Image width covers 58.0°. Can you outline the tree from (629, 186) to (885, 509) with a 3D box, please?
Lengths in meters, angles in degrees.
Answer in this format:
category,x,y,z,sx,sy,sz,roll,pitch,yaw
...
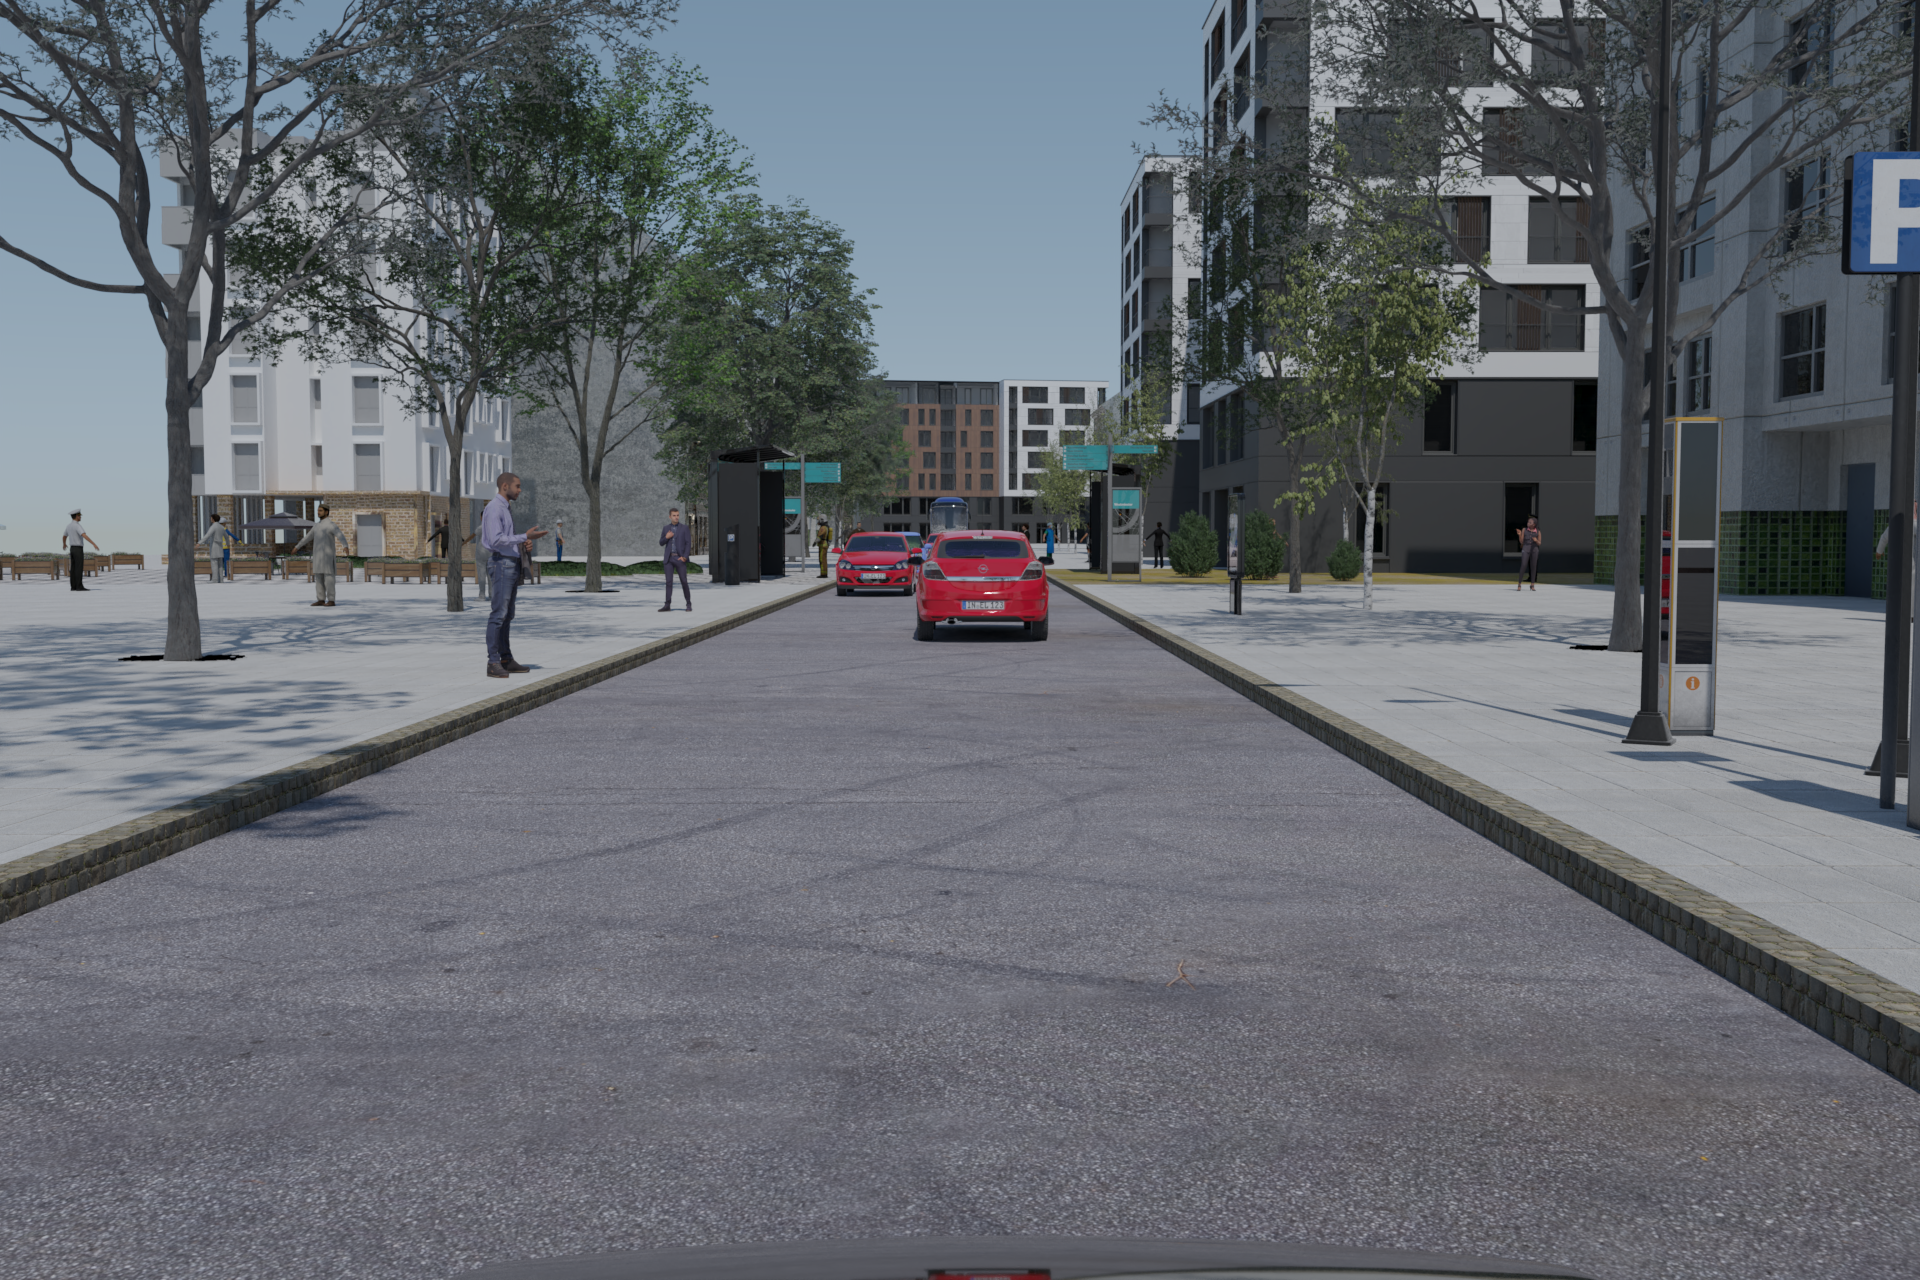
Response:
category,x,y,z,sx,sy,sz,roll,pitch,yaw
tree,-7.399,-9.665,64.672,9.857,13.997,8.962,0,3,0

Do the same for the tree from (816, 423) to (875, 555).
category,x,y,z,sx,sy,sz,roll,pitch,yaw
tree,-7.353,-9.447,104.828,4.360,8.622,3.978,0,3,0

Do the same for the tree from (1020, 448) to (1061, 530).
category,x,y,z,sx,sy,sz,roll,pitch,yaw
tree,7.808,-12.069,147.694,4.360,8.622,3.978,0,3,0

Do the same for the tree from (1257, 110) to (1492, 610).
category,x,y,z,sx,sy,sz,roll,pitch,yaw
tree,6.980,-4.838,29.458,4.737,8.622,4.395,0,3,0

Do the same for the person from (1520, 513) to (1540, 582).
category,x,y,z,sx,sy,sz,roll,pitch,yaw
person,15.347,-2.482,46.518,0.705,1.837,1.347,0,4,3

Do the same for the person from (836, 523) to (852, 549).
category,x,y,z,sx,sy,sz,roll,pitch,yaw
person,-5.483,-4.737,83.580,0.705,1.813,1.348,2,4,35

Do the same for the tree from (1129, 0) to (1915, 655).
category,x,y,z,sx,sy,sz,roll,pitch,yaw
tree,7.397,-6.625,18.687,12.009,13.543,11.850,0,3,0

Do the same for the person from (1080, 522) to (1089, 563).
category,x,y,z,sx,sy,sz,roll,pitch,yaw
person,5.814,-4.392,77.952,0.704,1.843,1.345,2,4,33

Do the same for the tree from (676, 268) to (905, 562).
category,x,y,z,sx,sy,sz,roll,pitch,yaw
tree,-7.694,-10.312,78.979,12.009,13.543,11.850,0,3,0

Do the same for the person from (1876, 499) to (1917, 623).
category,x,y,z,sx,sy,sz,roll,pitch,yaw
person,13.737,-1.159,25.089,0.704,1.811,1.347,-1,4,-14

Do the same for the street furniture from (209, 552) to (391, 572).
category,x,y,z,sx,sy,sz,roll,pitch,yaw
street furniture,-23.985,-2.920,63.372,5.734,0.657,10.072,1,4,13

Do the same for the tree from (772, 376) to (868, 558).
category,x,y,z,sx,sy,sz,roll,pitch,yaw
tree,-8.604,-9.740,93.659,7.601,10.594,8.767,-1,4,-11

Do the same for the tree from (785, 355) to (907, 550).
category,x,y,z,sx,sy,sz,roll,pitch,yaw
tree,-8.306,-12.826,116.357,9.857,13.997,8.962,0,3,0

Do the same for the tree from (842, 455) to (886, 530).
category,x,y,z,sx,sy,sz,roll,pitch,yaw
tree,-7.505,-10.821,127.280,4.360,8.622,3.978,0,3,0

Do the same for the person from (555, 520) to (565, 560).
category,x,y,z,sx,sy,sz,roll,pitch,yaw
person,-15.530,-3.758,67.293,0.705,1.847,1.347,-1,4,-20

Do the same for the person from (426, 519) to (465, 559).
category,x,y,z,sx,sy,sz,roll,pitch,yaw
person,-17.698,-3.270,59.687,1.346,1.802,0.704,-1,4,-21

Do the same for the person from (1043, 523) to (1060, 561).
category,x,y,z,sx,sy,sz,roll,pitch,yaw
person,4.255,-4.610,81.506,0.704,1.817,1.347,3,4,38

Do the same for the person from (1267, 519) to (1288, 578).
category,x,y,z,sx,sy,sz,roll,pitch,yaw
person,9.144,-2.668,50.424,1.217,1.733,0.721,-3,5,-42

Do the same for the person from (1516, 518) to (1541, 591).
category,x,y,z,sx,sy,sz,roll,pitch,yaw
person,12.803,-1.924,38.978,0.593,1.643,0.415,-2,4,-30

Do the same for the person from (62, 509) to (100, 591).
category,x,y,z,sx,sy,sz,roll,pitch,yaw
person,-19.857,-2.031,38.991,1.343,1.855,0.704,2,4,33

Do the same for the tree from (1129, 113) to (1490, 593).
category,x,y,z,sx,sy,sz,roll,pitch,yaw
tree,7.511,-6.319,37.720,8.767,10.594,7.601,2,4,32

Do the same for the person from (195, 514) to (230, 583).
category,x,y,z,sx,sy,sz,roll,pitch,yaw
person,-19.401,-2.381,45.118,0.705,1.806,1.347,1,4,12

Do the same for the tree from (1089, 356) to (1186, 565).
category,x,y,z,sx,sy,sz,roll,pitch,yaw
tree,7.480,-7.430,71.851,4.737,8.622,4.395,0,3,0

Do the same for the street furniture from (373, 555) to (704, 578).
category,x,y,z,sx,sy,sz,roll,pitch,yaw
street furniture,-13.221,-2.338,53.846,10.072,0.657,5.734,0,4,2

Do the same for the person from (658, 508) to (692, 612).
category,x,y,z,sx,sy,sz,roll,pitch,yaw
person,-4.707,-1.324,28.606,0.541,1.710,0.530,1,4,21

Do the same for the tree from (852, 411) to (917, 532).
category,x,y,z,sx,sy,sz,roll,pitch,yaw
tree,-7.277,-13.404,144.907,9.928,11.665,9.643,0,3,0

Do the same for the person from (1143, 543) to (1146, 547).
category,x,y,z,sx,sy,sz,roll,pitch,yaw
person,7.592,-3.913,73.248,0.599,1.433,0.991,-1,4,-21

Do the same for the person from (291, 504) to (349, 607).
category,x,y,z,sx,sy,sz,roll,pitch,yaw
person,-11.290,-1.506,30.710,1.344,1.819,0.704,2,4,26

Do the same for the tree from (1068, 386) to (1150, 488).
category,x,y,z,sx,sy,sz,roll,pitch,yaw
tree,7.128,-8.321,86.410,4.360,8.622,3.978,0,3,0

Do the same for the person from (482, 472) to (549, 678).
category,x,y,z,sx,sy,sz,roll,pitch,yaw
person,-4.007,-0.599,15.700,0.599,1.838,0.709,0,4,-5

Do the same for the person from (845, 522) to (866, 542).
category,x,y,z,sx,sy,sz,roll,pitch,yaw
person,-4.452,-4.309,76.587,1.346,1.812,0.704,-1,4,-17

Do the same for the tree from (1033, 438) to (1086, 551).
category,x,y,z,sx,sy,sz,roll,pitch,yaw
tree,7.566,-11.116,132.107,4.737,8.622,4.395,0,3,0

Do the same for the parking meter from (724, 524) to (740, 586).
category,x,y,z,sx,sy,sz,roll,pitch,yaw
parking meter,-5.696,-2.134,43.294,0.372,1.533,0.369,0,3,0

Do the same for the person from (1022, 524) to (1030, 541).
category,x,y,z,sx,sy,sz,roll,pitch,yaw
person,2.362,-3.325,63.009,0.705,1.806,1.347,0,4,0

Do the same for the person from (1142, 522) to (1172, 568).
category,x,y,z,sx,sy,sz,roll,pitch,yaw
person,7.387,-3.544,64.670,1.216,1.740,0.721,-1,4,-19

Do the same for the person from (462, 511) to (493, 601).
category,x,y,z,sx,sy,sz,roll,pitch,yaw
person,-9.138,-1.613,33.151,0.721,1.739,1.217,2,4,34

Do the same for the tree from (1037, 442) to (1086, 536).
category,x,y,z,sx,sy,sz,roll,pitch,yaw
tree,7.970,-11.469,137.875,4.737,8.622,4.395,0,3,0

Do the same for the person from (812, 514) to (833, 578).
category,x,y,z,sx,sy,sz,roll,pitch,yaw
person,-4.004,-2.725,50.321,0.705,1.858,1.354,1,4,11

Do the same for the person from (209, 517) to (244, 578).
category,x,y,z,sx,sy,sz,roll,pitch,yaw
person,-21.690,-2.733,51.151,1.216,1.772,0.721,1,4,17
